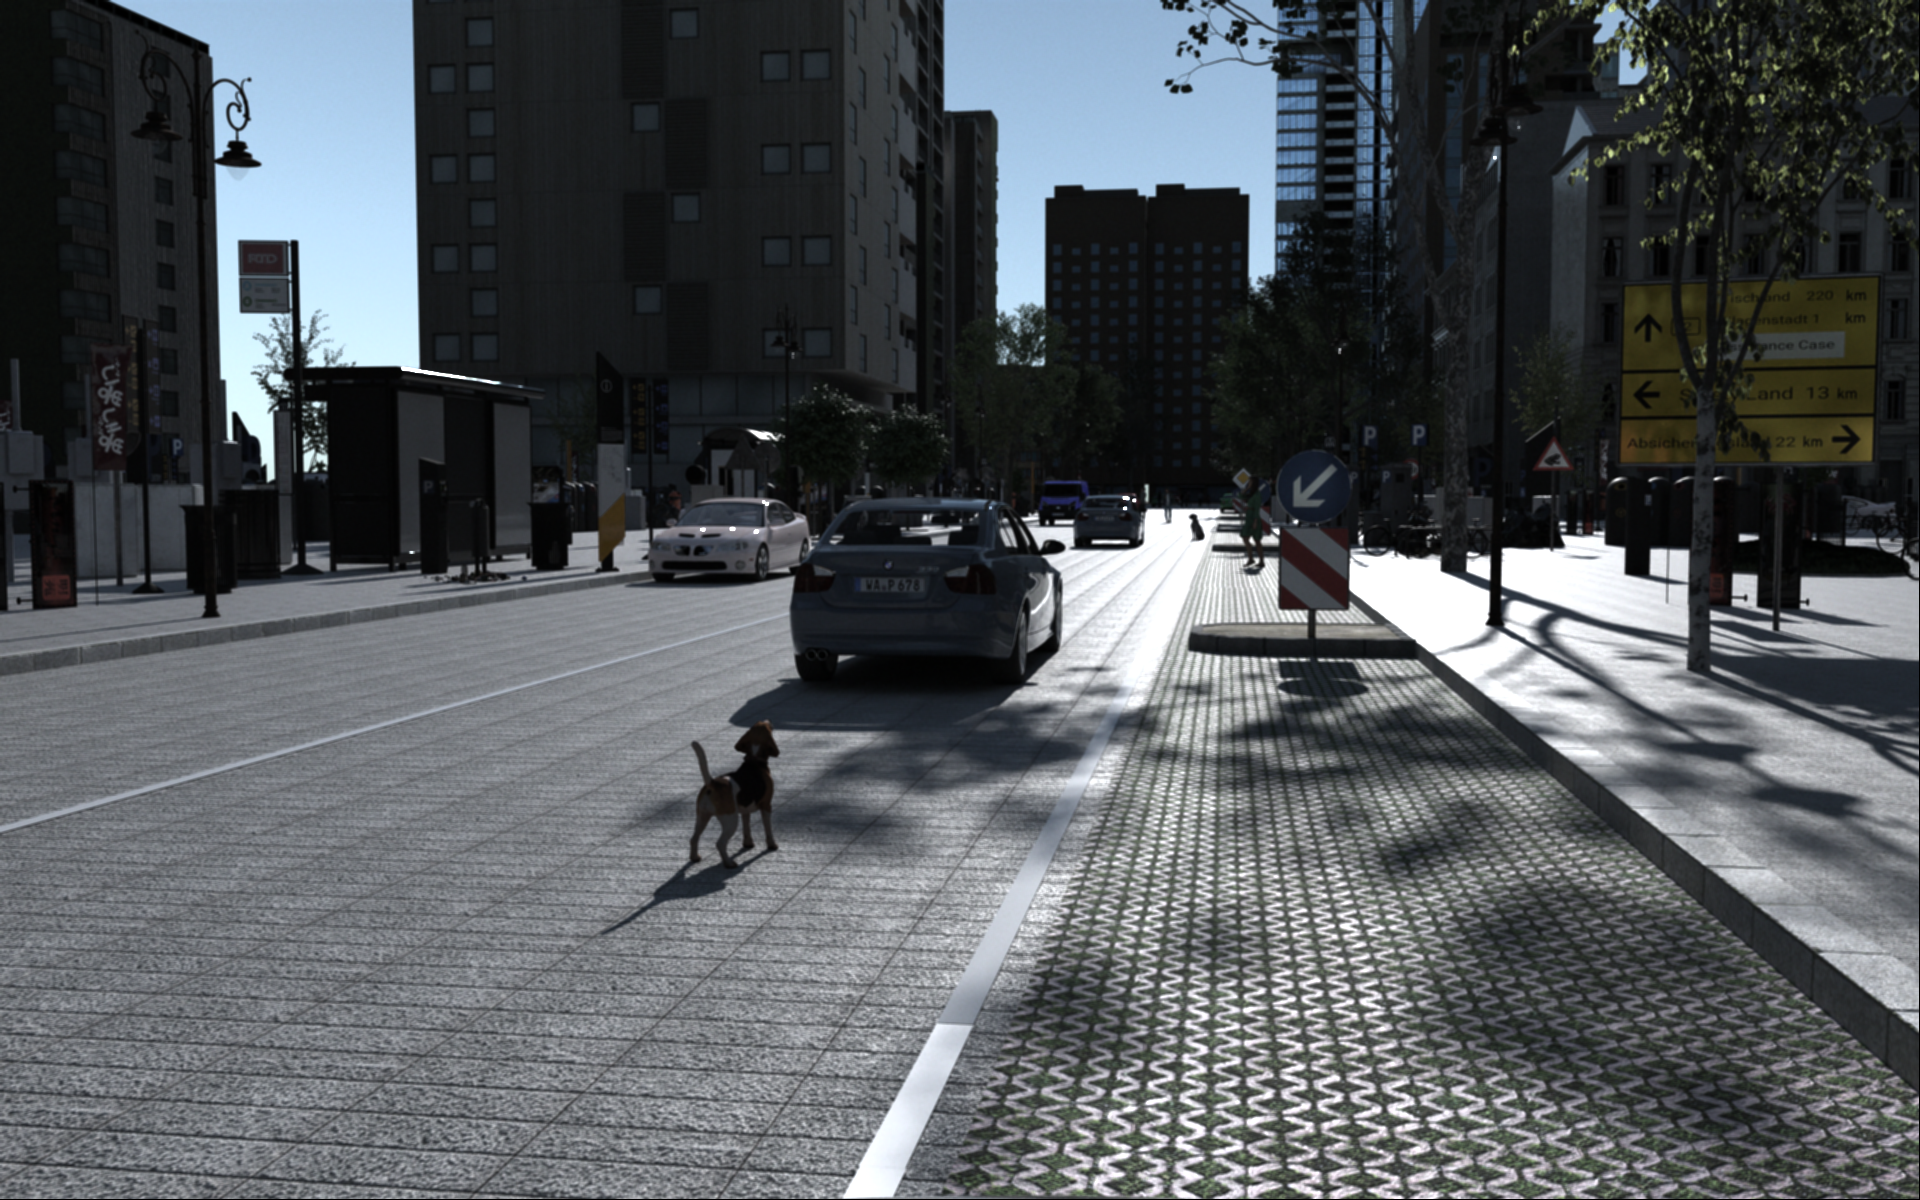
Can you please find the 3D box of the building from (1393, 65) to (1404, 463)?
[{"bbox_3d":[49.947,-31.657,167.698,14.600,45.320,14.200,1,4,9],"label":"building"}]

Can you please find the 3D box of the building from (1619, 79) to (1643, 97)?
[{"bbox_3d":[87.930,-43.079,246.338,28.212,58.520,21.231,1,4,9],"label":"building"}]

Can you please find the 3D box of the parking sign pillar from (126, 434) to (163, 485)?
[{"bbox_3d":[-19.829,-3.281,42.122,1.447,3.967,1.447,0,4,-6],"label":"parking sign pillar"}]

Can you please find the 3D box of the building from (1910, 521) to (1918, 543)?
[{"bbox_3d":[33.213,-29.985,32.261,21.231,58.520,28.212,1,4,9],"label":"building"}]

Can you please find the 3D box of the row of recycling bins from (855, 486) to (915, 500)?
[{"bbox_3d":[-4.010,-5.192,92.006,3.534,1.692,1.069,2,4,25],"label":"row of recycling bins"}]

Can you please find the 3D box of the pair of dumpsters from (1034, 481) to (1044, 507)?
[{"bbox_3d":[5.433,-7.524,125.518,1.574,2.255,4.437,1,4,9],"label":"pair of dumpsters"}]

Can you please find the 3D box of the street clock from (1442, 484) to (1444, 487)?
[{"bbox_3d":[34.868,-7.367,125.013,0.471,2.002,0.358,1,4,14],"label":"street clock"}]

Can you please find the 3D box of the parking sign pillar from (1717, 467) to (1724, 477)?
[{"bbox_3d":[60.983,-9.232,139.423,1.447,3.967,1.447,-2,4,-34],"label":"parking sign pillar"}]

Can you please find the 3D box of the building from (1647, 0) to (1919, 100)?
[{"bbox_3d":[91.399,-39.525,188.238,28.212,58.520,21.231,1,4,9],"label":"building"}]

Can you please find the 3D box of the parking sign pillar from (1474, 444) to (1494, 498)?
[{"bbox_3d":[27.950,-6.332,91.996,1.447,3.967,1.447,-2,4,-35],"label":"parking sign pillar"}]

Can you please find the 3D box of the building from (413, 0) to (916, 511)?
[{"bbox_3d":[-18.050,-32.229,116.177,28.713,52.752,27.495,1,4,9],"label":"building"}]

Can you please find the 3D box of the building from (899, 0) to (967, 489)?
[{"bbox_3d":[-10.125,-44.272,162.091,20.563,71.187,20.611,1,4,9],"label":"building"}]

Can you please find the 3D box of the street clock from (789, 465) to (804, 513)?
[{"bbox_3d":[-4.160,-2.399,43.796,0.358,2.002,0.471,2,4,32],"label":"street clock"}]

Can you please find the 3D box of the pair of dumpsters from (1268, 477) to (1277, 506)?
[{"bbox_3d":[19.095,-6.180,103.540,1.574,2.255,4.437,1,4,9],"label":"pair of dumpsters"}]

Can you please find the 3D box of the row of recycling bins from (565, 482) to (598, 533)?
[{"bbox_3d":[-12.990,-3.175,59.020,1.069,1.692,3.534,1,4,11],"label":"row of recycling bins"}]

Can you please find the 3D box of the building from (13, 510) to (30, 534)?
[{"bbox_3d":[-39.229,-21.422,42.132,23.993,40.220,32.217,1,4,9],"label":"building"}]

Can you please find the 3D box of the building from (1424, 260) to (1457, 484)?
[{"bbox_3d":[42.928,-18.215,133.976,11.583,22.565,21.152,1,4,9],"label":"building"}]

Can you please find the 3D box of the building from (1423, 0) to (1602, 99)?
[{"bbox_3d":[47.645,-30.801,153.711,14.600,45.320,14.200,1,4,9],"label":"building"}]

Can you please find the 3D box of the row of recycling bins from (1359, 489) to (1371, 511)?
[{"bbox_3d":[30.977,-7.820,134.966,3.534,1.692,1.069,-3,5,-42],"label":"row of recycling bins"}]

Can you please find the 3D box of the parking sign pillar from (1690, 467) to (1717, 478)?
[{"bbox_3d":[54.560,-8.514,127.676,1.447,3.967,1.447,0,4,1],"label":"parking sign pillar"}]

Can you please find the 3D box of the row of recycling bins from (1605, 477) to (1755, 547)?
[{"bbox_3d":[17.453,-2.165,42.504,1.069,1.692,3.534,-2,4,-34],"label":"row of recycling bins"}]

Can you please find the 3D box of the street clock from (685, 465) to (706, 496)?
[{"bbox_3d":[-6.633,-2.382,43.518,0.471,2.002,0.358,1,4,19],"label":"street clock"}]

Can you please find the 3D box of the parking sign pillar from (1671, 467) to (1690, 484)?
[{"bbox_3d":[47.663,-7.808,116.129,1.447,3.967,1.447,-2,4,-30],"label":"parking sign pillar"}]

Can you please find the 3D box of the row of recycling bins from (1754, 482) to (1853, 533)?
[{"bbox_3d":[27.468,-3.071,57.320,3.534,1.692,1.069,0,4,-7],"label":"row of recycling bins"}]

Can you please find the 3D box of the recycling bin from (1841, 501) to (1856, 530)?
[{"bbox_3d":[31.592,-3.031,62.112,0.722,1.027,0.722,-2,4,-26],"label":"recycling bin"}]

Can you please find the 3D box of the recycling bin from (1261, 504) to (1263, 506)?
[{"bbox_3d":[22.023,-6.959,126.336,0.722,1.027,0.722,2,4,32],"label":"recycling bin"}]

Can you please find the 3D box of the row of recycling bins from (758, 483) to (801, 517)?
[{"bbox_3d":[-7.037,-3.570,65.489,3.534,1.692,1.069,2,4,30],"label":"row of recycling bins"}]

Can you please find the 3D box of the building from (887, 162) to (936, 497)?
[{"bbox_3d":[-10.120,-22.863,145.507,14.160,30.474,14.107,1,4,9],"label":"building"}]

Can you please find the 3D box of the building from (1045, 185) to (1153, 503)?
[{"bbox_3d":[20.219,-36.891,253.281,14.200,45.320,14.600,1,4,9],"label":"building"}]

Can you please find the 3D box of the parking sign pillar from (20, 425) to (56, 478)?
[{"bbox_3d":[-34.234,-4.627,64.126,1.447,3.967,1.447,3,5,45],"label":"parking sign pillar"}]

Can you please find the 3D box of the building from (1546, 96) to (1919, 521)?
[{"bbox_3d":[39.798,-14.574,87.438,18.267,20.994,9.793,1,4,9],"label":"building"}]

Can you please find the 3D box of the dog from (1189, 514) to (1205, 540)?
[{"bbox_3d":[7.353,-2.260,53.792,0.513,0.831,0.800,1,4,8],"label":"dog"}]

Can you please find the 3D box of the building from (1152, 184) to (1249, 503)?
[{"bbox_3d":[34.642,-36.830,252.274,14.200,45.320,14.600,1,4,9],"label":"building"}]

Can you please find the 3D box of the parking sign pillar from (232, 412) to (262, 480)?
[{"bbox_3d":[-23.613,-4.217,57.419,1.447,3.967,1.447,0,4,-1],"label":"parking sign pillar"}]

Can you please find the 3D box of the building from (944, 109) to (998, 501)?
[{"bbox_3d":[-3.949,-30.384,180.370,14.154,41.232,14.086,1,4,9],"label":"building"}]

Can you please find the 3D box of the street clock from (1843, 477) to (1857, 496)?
[{"bbox_3d":[37.336,-4.167,72.706,0.471,2.002,0.358,-1,4,-11],"label":"street clock"}]

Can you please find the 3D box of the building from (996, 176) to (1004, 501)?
[{"bbox_3d":[-9.140,-33.574,203.555,28.867,44.769,22.147,1,4,9],"label":"building"}]

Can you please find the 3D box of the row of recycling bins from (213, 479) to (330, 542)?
[{"bbox_3d":[-18.780,-2.415,46.592,3.534,1.692,1.069,-3,5,-42],"label":"row of recycling bins"}]

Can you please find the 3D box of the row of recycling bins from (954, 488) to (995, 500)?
[{"bbox_3d":[0.800,-7.218,125.128,3.534,1.692,1.069,0,4,6],"label":"row of recycling bins"}]

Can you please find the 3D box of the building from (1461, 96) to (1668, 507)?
[{"bbox_3d":[40.185,-18.077,113.585,12.078,24.808,19.932,1,4,9],"label":"building"}]

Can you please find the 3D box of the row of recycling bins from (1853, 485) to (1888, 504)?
[{"bbox_3d":[41.250,-4.395,78.977,3.534,1.692,1.069,-3,4,-38],"label":"row of recycling bins"}]

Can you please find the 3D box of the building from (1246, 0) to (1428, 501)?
[{"bbox_3d":[57.401,-57.349,250.331,31.000,86.520,22.319,1,4,9],"label":"building"}]

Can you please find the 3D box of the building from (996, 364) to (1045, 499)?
[{"bbox_3d":[-0.224,-25.657,264.537,28.899,21.520,27.650,1,4,9],"label":"building"}]

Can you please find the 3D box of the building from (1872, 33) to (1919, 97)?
[{"bbox_3d":[66.465,-17.355,88.262,34.151,26.468,19.350,1,4,9],"label":"building"}]

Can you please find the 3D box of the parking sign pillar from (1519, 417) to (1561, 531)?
[{"bbox_3d":[20.266,-4.407,60.528,1.447,3.967,1.447,-1,4,-12],"label":"parking sign pillar"}]

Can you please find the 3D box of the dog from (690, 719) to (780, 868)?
[{"bbox_3d":[-0.893,0.761,6.851,0.406,0.507,0.540,-1,4,-17],"label":"dog"}]

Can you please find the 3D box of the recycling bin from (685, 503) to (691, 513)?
[{"bbox_3d":[-7.496,-2.298,50.133,0.722,1.027,0.722,-3,4,-36],"label":"recycling bin"}]

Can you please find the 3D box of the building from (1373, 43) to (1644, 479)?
[{"bbox_3d":[58.196,-34.821,188.927,23.786,49.044,30.456,1,4,9],"label":"building"}]

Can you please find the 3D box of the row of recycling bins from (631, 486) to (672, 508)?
[{"bbox_3d":[-16.620,-5.209,92.273,1.069,1.692,3.534,2,4,28],"label":"row of recycling bins"}]

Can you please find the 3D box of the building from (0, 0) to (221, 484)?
[{"bbox_3d":[-54.420,-20.267,103.073,14.107,30.474,14.160,1,4,9],"label":"building"}]

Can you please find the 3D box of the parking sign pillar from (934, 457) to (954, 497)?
[{"bbox_3d":[-1.031,-7.494,111.006,1.447,3.967,1.447,-2,4,-31],"label":"parking sign pillar"}]
